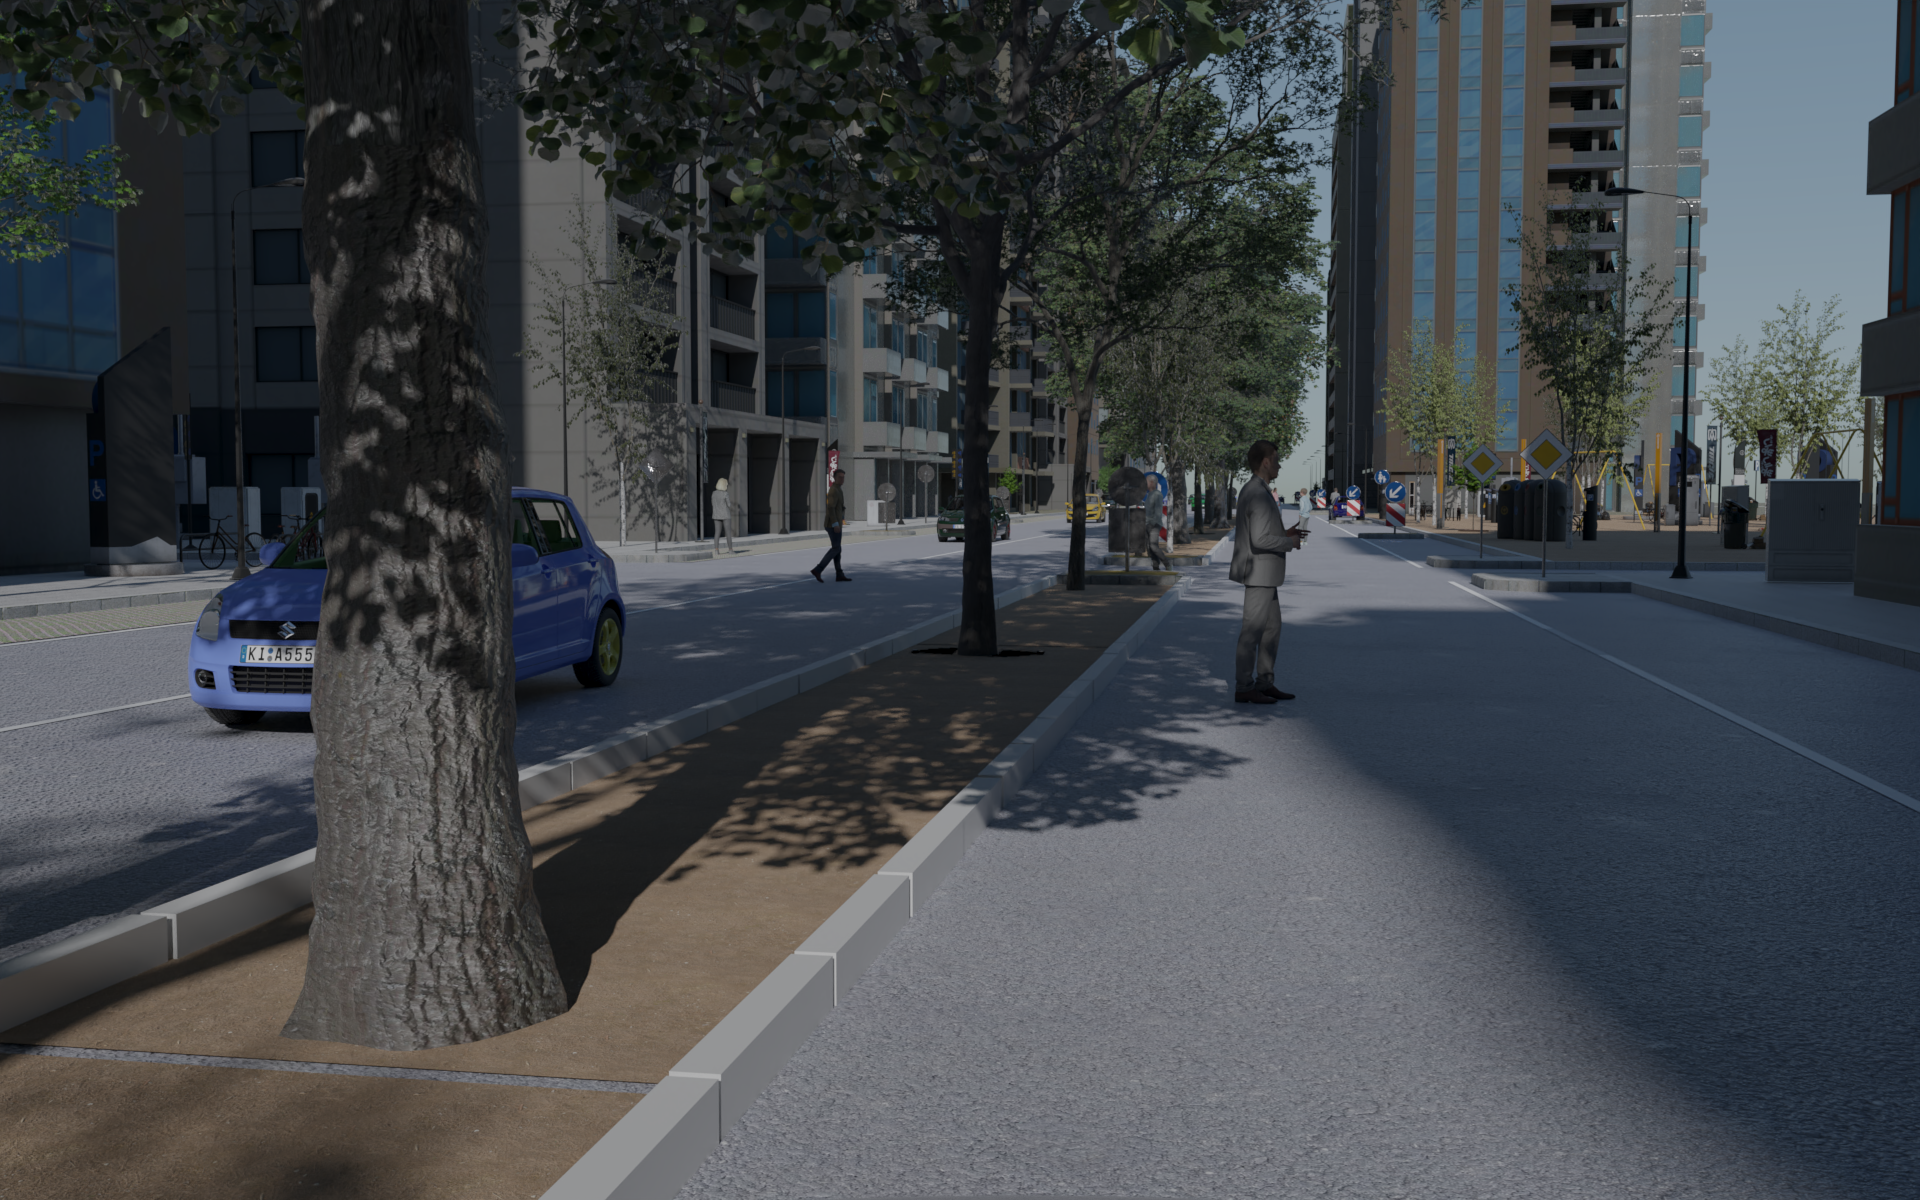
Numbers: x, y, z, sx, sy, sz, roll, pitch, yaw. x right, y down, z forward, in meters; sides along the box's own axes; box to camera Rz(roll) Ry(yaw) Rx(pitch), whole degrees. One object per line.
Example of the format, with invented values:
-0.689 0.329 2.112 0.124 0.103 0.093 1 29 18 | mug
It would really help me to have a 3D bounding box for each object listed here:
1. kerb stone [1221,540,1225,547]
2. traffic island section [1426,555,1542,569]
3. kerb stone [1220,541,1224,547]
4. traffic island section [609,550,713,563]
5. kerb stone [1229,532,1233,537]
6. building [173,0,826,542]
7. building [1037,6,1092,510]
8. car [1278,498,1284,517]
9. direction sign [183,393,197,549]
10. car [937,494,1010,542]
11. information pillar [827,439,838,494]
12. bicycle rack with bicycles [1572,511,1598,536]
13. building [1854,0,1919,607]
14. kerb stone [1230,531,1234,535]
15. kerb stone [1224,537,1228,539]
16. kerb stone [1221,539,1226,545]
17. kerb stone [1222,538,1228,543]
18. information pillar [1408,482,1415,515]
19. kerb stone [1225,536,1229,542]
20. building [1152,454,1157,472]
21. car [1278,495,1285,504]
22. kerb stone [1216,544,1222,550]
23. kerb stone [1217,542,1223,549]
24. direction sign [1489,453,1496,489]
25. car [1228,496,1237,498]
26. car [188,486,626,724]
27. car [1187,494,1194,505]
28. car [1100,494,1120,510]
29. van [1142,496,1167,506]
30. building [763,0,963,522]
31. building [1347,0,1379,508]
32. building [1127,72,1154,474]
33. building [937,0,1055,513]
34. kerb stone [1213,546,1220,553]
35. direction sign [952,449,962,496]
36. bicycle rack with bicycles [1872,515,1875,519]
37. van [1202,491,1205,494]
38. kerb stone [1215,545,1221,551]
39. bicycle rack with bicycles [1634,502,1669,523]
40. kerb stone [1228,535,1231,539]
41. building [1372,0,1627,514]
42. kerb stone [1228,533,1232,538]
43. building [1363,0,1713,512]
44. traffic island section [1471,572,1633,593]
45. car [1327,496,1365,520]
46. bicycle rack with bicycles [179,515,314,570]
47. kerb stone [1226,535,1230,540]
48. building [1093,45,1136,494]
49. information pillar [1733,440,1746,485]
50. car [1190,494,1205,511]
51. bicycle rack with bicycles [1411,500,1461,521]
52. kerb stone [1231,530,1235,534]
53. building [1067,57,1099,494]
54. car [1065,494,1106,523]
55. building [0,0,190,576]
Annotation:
6.798 -1.410 45.300 0.120 0.150 1.000 1 4 10 | kerb stone
10.414 -0.751 34.555 2.009 0.180 2.903 1 4 10 | traffic island section
6.619 -1.351 44.293 0.120 0.150 1.000 1 4 10 | kerb stone
-6.609 -0.936 37.581 2.009 0.180 2.903 1 4 10 | traffic island section
8.413 -1.962 54.367 0.120 0.150 1.000 1 4 10 | kerb stone
-15.588 -37.809 56.427 20.563 71.187 20.611 1 4 10 | building
0.971 -43.586 150.891 20.563 71.187 20.611 1 4 10 | building
18.282 -5.577 103.183 2.014 1.417 4.499 1 4 9 | car
-17.487 -2.891 39.267 0.379 3.537 0.876 -2 4 -32 | direction sign
0.440 -2.628 52.761 2.009 1.686 4.222 1 4 11 | car
-5.368 -5.006 73.210 0.504 3.616 0.183 1 4 15 | information pillar
18.213 -2.457 53.557 2.925 0.926 2.852 0 4 4 | bicycle rack with bicycles
22.382 -9.761 4.631 27.650 21.520 28.899 1 4 10 | building
8.594 -2.025 55.377 0.120 0.150 1.000 1 4 10 | kerb stone
7.341 -1.596 48.321 0.120 0.150 1.000 1 4 10 | kerb stone
6.977 -1.475 46.306 0.120 0.150 1.000 1 4 10 | kerb stone
7.166 -1.535 47.314 0.120 0.150 1.000 1 4 10 | kerb stone
27.099 -6.083 103.947 0.304 2.012 0.304 0 4 7 | information pillar
7.517 -1.658 49.331 0.120 0.150 1.000 1 4 10 | kerb stone
22.129 -37.231 258.833 14.600 45.320 14.200 1 4 10 | building
48.384 -15.301 262.749 1.945 1.354 3.894 1 4 10 | car
6.258 -1.228 42.270 0.120 0.150 1.000 1 4 10 | kerb stone
6.439 -1.285 43.277 0.120 0.150 1.000 1 4 10 | kerb stone
29.611 -6.411 96.815 0.379 3.537 0.876 -2 4 -28 | direction sign
32.433 -12.170 208.569 1.945 1.707 3.694 1 4 12 | car
-3.627 -0.133 11.769 1.945 1.707 3.694 1 4 9 | car
31.639 -13.681 233.477 2.009 1.686 4.222 1 4 10 | car
11.989 -8.018 140.885 2.009 1.686 4.222 1 4 10 | car
18.046 -9.527 160.151 2.240 2.365 5.245 1 4 12 | van
-13.011 -28.809 90.641 23.786 49.044 30.456 1 4 10 | building
48.005 -38.115 165.181 21.231 58.520 28.212 1 4 10 | building
15.066 -42.570 238.024 21.231 58.520 28.212 1 4 10 | building
-4.907 -28.932 127.660 22.147 44.769 28.867 1 4 10 | building
5.903 -1.103 40.257 0.120 0.150 1.000 1 4 10 | kerb stone
-0.159 -5.825 87.228 0.379 3.537 0.876 -2 4 -34 | direction sign
31.333 -2.641 56.568 2.925 0.926 2.852 1 4 13 | bicycle rack with bicycles
35.500 -14.821 249.341 2.013 2.044 4.112 1 4 9 | van
6.077 -1.163 41.264 0.120 0.150 1.000 1 4 10 | kerb stone
32.077 -3.985 78.542 2.925 0.926 2.852 0 4 -6 | bicycle rack with bicycles
7.876 -1.778 51.343 0.120 0.150 1.000 1 4 10 | kerb stone
35.167 -28.426 114.882 14.600 45.320 14.200 1 4 10 | building
8.237 -1.906 53.355 0.120 0.150 1.000 1 4 10 | kerb stone
44.498 -31.568 135.748 23.786 49.044 30.456 1 4 10 | building
9.013 -0.270 26.693 2.009 0.180 2.903 1 4 10 | traffic island section
20.399 -4.823 91.431 1.945 1.354 3.894 1 4 9 | car
-11.842 -1.003 29.786 2.852 0.926 2.925 1 4 11 | bicycle rack with bicycles
7.687 -1.721 50.338 0.120 0.150 1.000 1 4 10 | kerb stone
6.766 -38.014 210.762 28.713 52.752 27.495 1 4 10 | building
33.675 -5.107 74.848 0.504 3.616 0.183 -1 4 -8 | information pillar
20.257 -8.312 144.703 1.959 1.807 4.718 1 4 10 | car
23.047 -4.297 83.631 2.852 0.926 2.925 1 4 16 | bicycle rack with bicycles
8.948 -2.153 57.390 0.120 0.150 1.000 1 4 10 | kerb stone
6.003 -31.702 168.433 14.600 45.320 14.200 1 4 10 | building
6.309 -4.669 86.568 2.015 1.641 3.980 1 4 10 | car
-21.987 -22.883 24.251 14.200 45.320 14.600 1 4 10 | building
